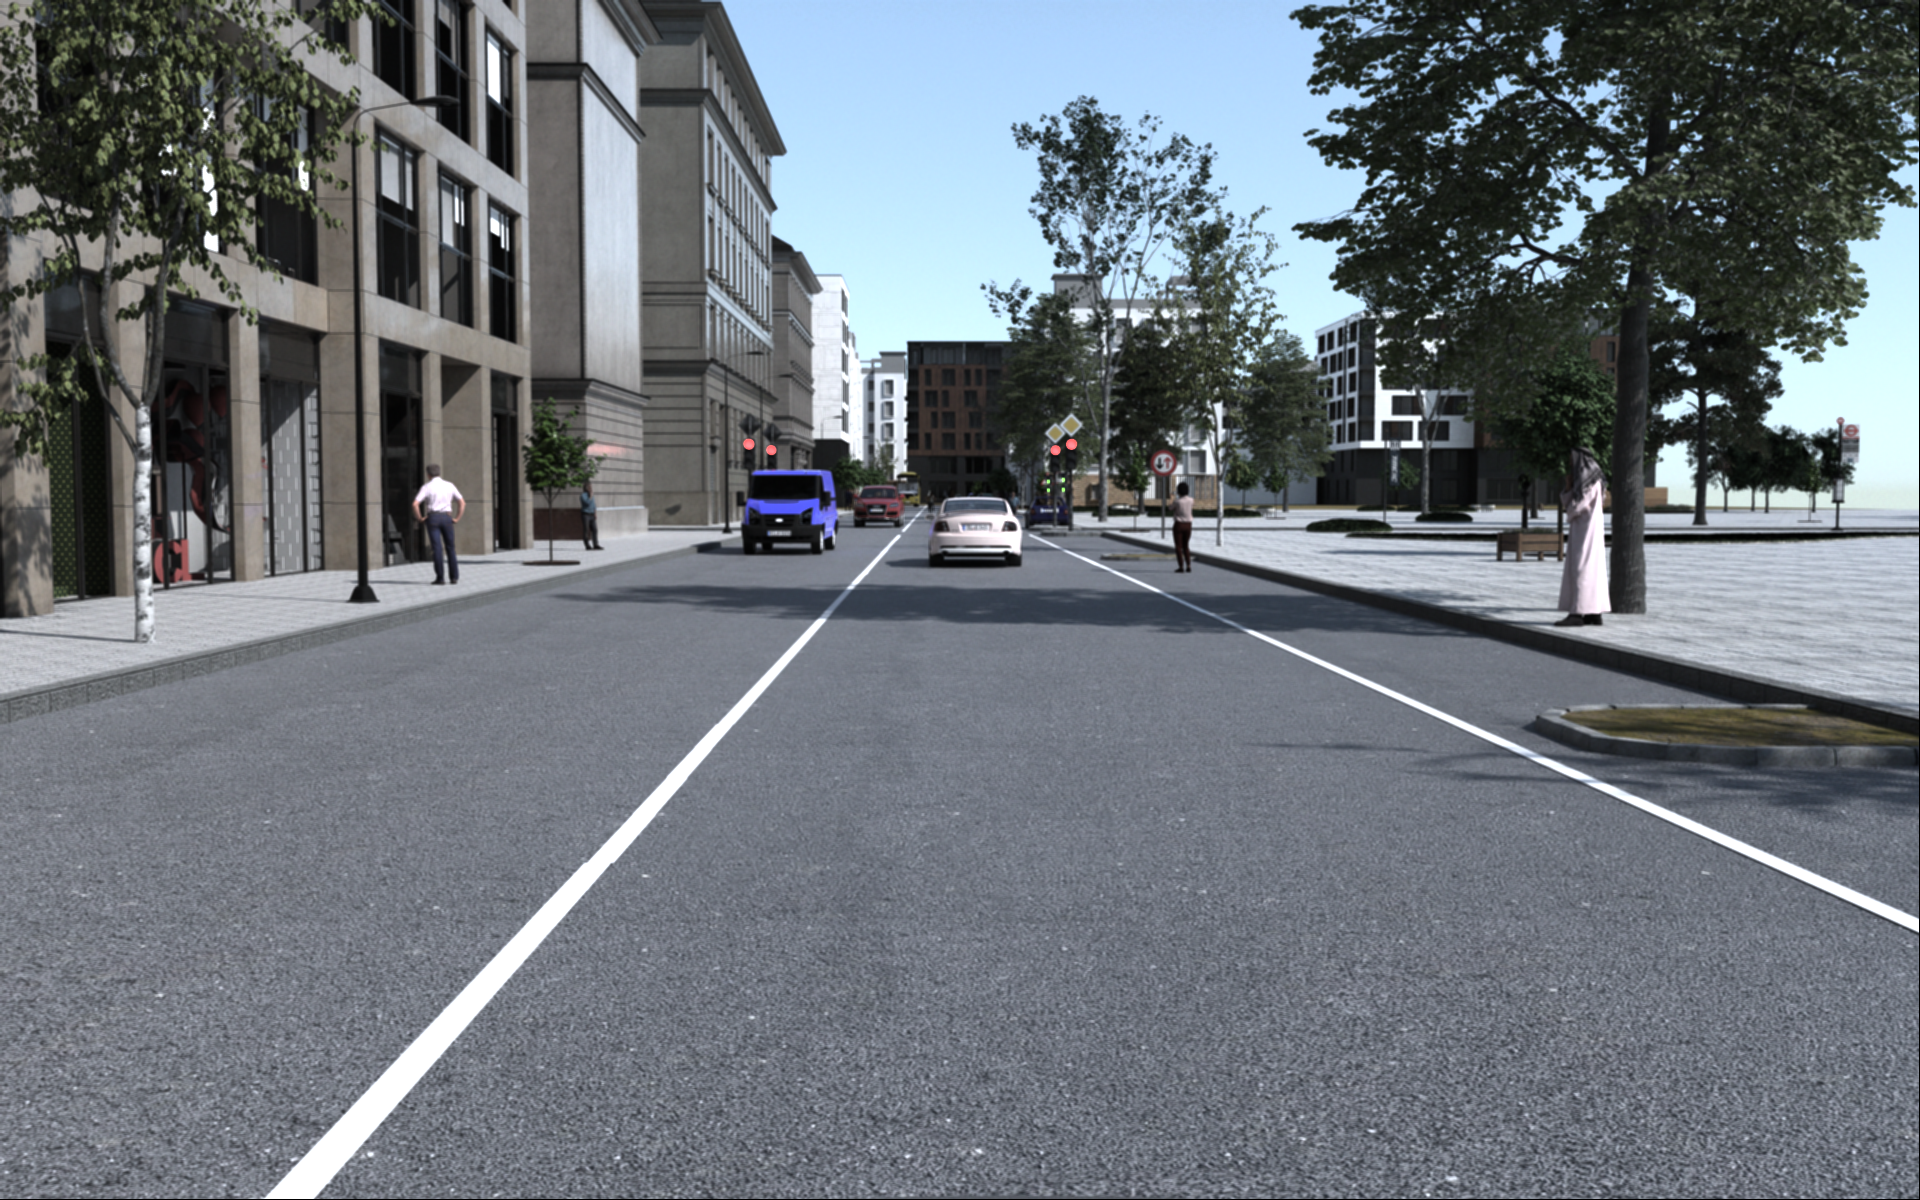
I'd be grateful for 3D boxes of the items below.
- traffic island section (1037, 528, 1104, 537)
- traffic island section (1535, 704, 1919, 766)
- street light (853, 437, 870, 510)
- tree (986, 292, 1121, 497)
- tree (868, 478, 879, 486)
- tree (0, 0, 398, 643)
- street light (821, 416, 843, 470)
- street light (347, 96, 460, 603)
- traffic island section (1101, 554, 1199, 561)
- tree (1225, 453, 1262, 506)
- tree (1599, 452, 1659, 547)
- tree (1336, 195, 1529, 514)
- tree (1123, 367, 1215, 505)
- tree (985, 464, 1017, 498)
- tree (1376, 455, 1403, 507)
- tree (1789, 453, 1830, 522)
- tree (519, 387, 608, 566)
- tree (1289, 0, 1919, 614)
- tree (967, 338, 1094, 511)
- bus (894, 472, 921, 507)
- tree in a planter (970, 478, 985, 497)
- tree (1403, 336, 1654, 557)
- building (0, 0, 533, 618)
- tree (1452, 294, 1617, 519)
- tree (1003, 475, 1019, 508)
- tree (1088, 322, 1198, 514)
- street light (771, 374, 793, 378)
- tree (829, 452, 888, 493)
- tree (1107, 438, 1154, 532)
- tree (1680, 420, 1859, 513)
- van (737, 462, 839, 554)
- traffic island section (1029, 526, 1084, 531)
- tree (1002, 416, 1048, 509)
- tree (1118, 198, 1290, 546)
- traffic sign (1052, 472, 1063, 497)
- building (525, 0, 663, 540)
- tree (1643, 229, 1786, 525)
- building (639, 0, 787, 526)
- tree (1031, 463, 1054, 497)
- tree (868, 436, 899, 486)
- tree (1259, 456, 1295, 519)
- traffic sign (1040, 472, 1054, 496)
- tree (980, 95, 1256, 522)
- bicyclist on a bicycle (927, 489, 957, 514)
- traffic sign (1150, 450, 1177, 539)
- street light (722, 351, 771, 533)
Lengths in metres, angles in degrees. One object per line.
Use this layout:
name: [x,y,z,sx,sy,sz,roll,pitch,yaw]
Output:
traffic island section: [3.828,-2.282,59.592,2.009,0.180,2.903,0,4,-1]
traffic island section: [4.486,0.779,10.124,1.991,0.108,1.994,0,4,-1]
street light: [-8.006,-10.253,140.170,1.470,5.913,1.316,0,4,-1]
tree: [5.369,-11.001,97.998,7.486,12.596,7.792,0,3,0]
tree: [-9.534,-11.708,186.033,1.663,3.219,1.824,0,3,0]
tree: [-7.074,-3.952,14.970,4.737,8.622,4.395,0,3,0]
street light: [-7.675,-7.993,103.229,1.470,5.913,1.316,0,4,-1]
street light: [-6.535,-2.925,20.362,1.470,5.913,1.316,0,4,-1]
traffic island section: [4.116,-0.928,38.035,1.991,0.108,1.994,0,4,-1]
tree: [22.702,-9.470,138.550,4.285,4.588,4.351,0,3,0]
tree: [15.910,-2.918,42.318,1.663,3.219,1.824,0,3,0]
tree: [29.393,-15.394,107.574,12.611,20.169,13.585,0,3,0]
tree: [16.072,-12.804,135.093,9.928,11.665,9.643,0,3,0]
tree: [4.300,-12.254,184.065,4.285,4.588,4.351,0,3,0]
tree: [35.456,-9.576,140.277,4.285,4.588,4.351,0,3,0]
tree: [39.280,-5.208,79.745,1.663,3.219,1.824,0,3,0]
tree: [-7.458,-2.247,31.333,1.663,3.219,1.824,0,3,0]
tree: [7.568,-6.117,18.143,7.486,12.596,7.792,0,3,0]
tree: [5.535,-13.721,134.705,12.009,13.543,11.850,0,3,0]
bus: [-5.803,-12.443,194.989,2.896,3.916,12.252,0,4,-1]
tree in a planter: [2.024,-12.172,196.234,1.991,3.239,1.994,0,4,-1]
tree: [12.417,-3.195,35.951,4.285,4.588,4.351,0,3,0]
building: [-19.426,-13.357,22.911,19.350,26.468,34.151,0,4,-1]
tree: [29.679,-10.029,89.734,9.928,11.665,9.643,0,3,0]
tree: [5.222,-10.680,169.224,1.663,3.219,1.824,0,3,0]
tree: [11.326,-11.416,108.707,6.751,12.117,7.091,0,3,0]
street light: [-7.157,-5.789,67.195,1.470,5.913,1.316,0,4,-1]
tree: [-8.646,-9.323,136.149,4.285,4.588,4.351,0,3,0]
tree: [6.034,-3.925,58.773,1.663,3.219,1.824,0,3,0]
tree: [57.781,-9.885,124.528,11.467,7.101,20.602,0,4,0]
van: [-4.177,-2.354,42.868,2.240,2.365,5.245,0,4,1]
traffic island section: [3.722,-2.770,67.576,2.009,0.180,2.903,0,4,-1]
tree: [5.331,-11.872,144.470,4.360,8.622,3.978,0,3,0]
tree: [6.210,-5.627,42.368,4.737,8.622,4.395,0,3,0]
traffic sign: [5.145,-5.553,90.794,0.884,2.594,0.081,0,4,6]
building: [-19.346,-11.463,52.042,19.286,19.102,10.561,0,4,-1]
tree: [30.517,-9.109,70.993,6.751,12.117,7.091,0,3,0]
building: [-17.687,-15.325,83.842,16.112,22.955,30.059,0,4,-1]
tree: [5.104,-6.866,106.853,1.663,3.219,1.824,0,3,0]
tree: [-9.726,-16.451,219.335,4.737,8.622,4.395,0,3,0]
tree: [16.193,-5.799,89.419,1.663,3.219,1.824,0,3,0]
traffic sign: [5.211,-6.296,102.950,0.884,2.594,0.081,0,4,3]
tree: [7.316,-13.756,80.794,12.611,20.169,13.585,0,3,0]
bicyclist on a bicycle: [-0.288,-2.974,58.645,1.499,1.676,1.625,0,4,-1]
traffic sign: [5.846,-3.038,49.774,0.768,2.556,0.104,0,4,7]
street light: [-7.061,-5.129,56.396,1.470,5.913,1.316,0,4,-1]
